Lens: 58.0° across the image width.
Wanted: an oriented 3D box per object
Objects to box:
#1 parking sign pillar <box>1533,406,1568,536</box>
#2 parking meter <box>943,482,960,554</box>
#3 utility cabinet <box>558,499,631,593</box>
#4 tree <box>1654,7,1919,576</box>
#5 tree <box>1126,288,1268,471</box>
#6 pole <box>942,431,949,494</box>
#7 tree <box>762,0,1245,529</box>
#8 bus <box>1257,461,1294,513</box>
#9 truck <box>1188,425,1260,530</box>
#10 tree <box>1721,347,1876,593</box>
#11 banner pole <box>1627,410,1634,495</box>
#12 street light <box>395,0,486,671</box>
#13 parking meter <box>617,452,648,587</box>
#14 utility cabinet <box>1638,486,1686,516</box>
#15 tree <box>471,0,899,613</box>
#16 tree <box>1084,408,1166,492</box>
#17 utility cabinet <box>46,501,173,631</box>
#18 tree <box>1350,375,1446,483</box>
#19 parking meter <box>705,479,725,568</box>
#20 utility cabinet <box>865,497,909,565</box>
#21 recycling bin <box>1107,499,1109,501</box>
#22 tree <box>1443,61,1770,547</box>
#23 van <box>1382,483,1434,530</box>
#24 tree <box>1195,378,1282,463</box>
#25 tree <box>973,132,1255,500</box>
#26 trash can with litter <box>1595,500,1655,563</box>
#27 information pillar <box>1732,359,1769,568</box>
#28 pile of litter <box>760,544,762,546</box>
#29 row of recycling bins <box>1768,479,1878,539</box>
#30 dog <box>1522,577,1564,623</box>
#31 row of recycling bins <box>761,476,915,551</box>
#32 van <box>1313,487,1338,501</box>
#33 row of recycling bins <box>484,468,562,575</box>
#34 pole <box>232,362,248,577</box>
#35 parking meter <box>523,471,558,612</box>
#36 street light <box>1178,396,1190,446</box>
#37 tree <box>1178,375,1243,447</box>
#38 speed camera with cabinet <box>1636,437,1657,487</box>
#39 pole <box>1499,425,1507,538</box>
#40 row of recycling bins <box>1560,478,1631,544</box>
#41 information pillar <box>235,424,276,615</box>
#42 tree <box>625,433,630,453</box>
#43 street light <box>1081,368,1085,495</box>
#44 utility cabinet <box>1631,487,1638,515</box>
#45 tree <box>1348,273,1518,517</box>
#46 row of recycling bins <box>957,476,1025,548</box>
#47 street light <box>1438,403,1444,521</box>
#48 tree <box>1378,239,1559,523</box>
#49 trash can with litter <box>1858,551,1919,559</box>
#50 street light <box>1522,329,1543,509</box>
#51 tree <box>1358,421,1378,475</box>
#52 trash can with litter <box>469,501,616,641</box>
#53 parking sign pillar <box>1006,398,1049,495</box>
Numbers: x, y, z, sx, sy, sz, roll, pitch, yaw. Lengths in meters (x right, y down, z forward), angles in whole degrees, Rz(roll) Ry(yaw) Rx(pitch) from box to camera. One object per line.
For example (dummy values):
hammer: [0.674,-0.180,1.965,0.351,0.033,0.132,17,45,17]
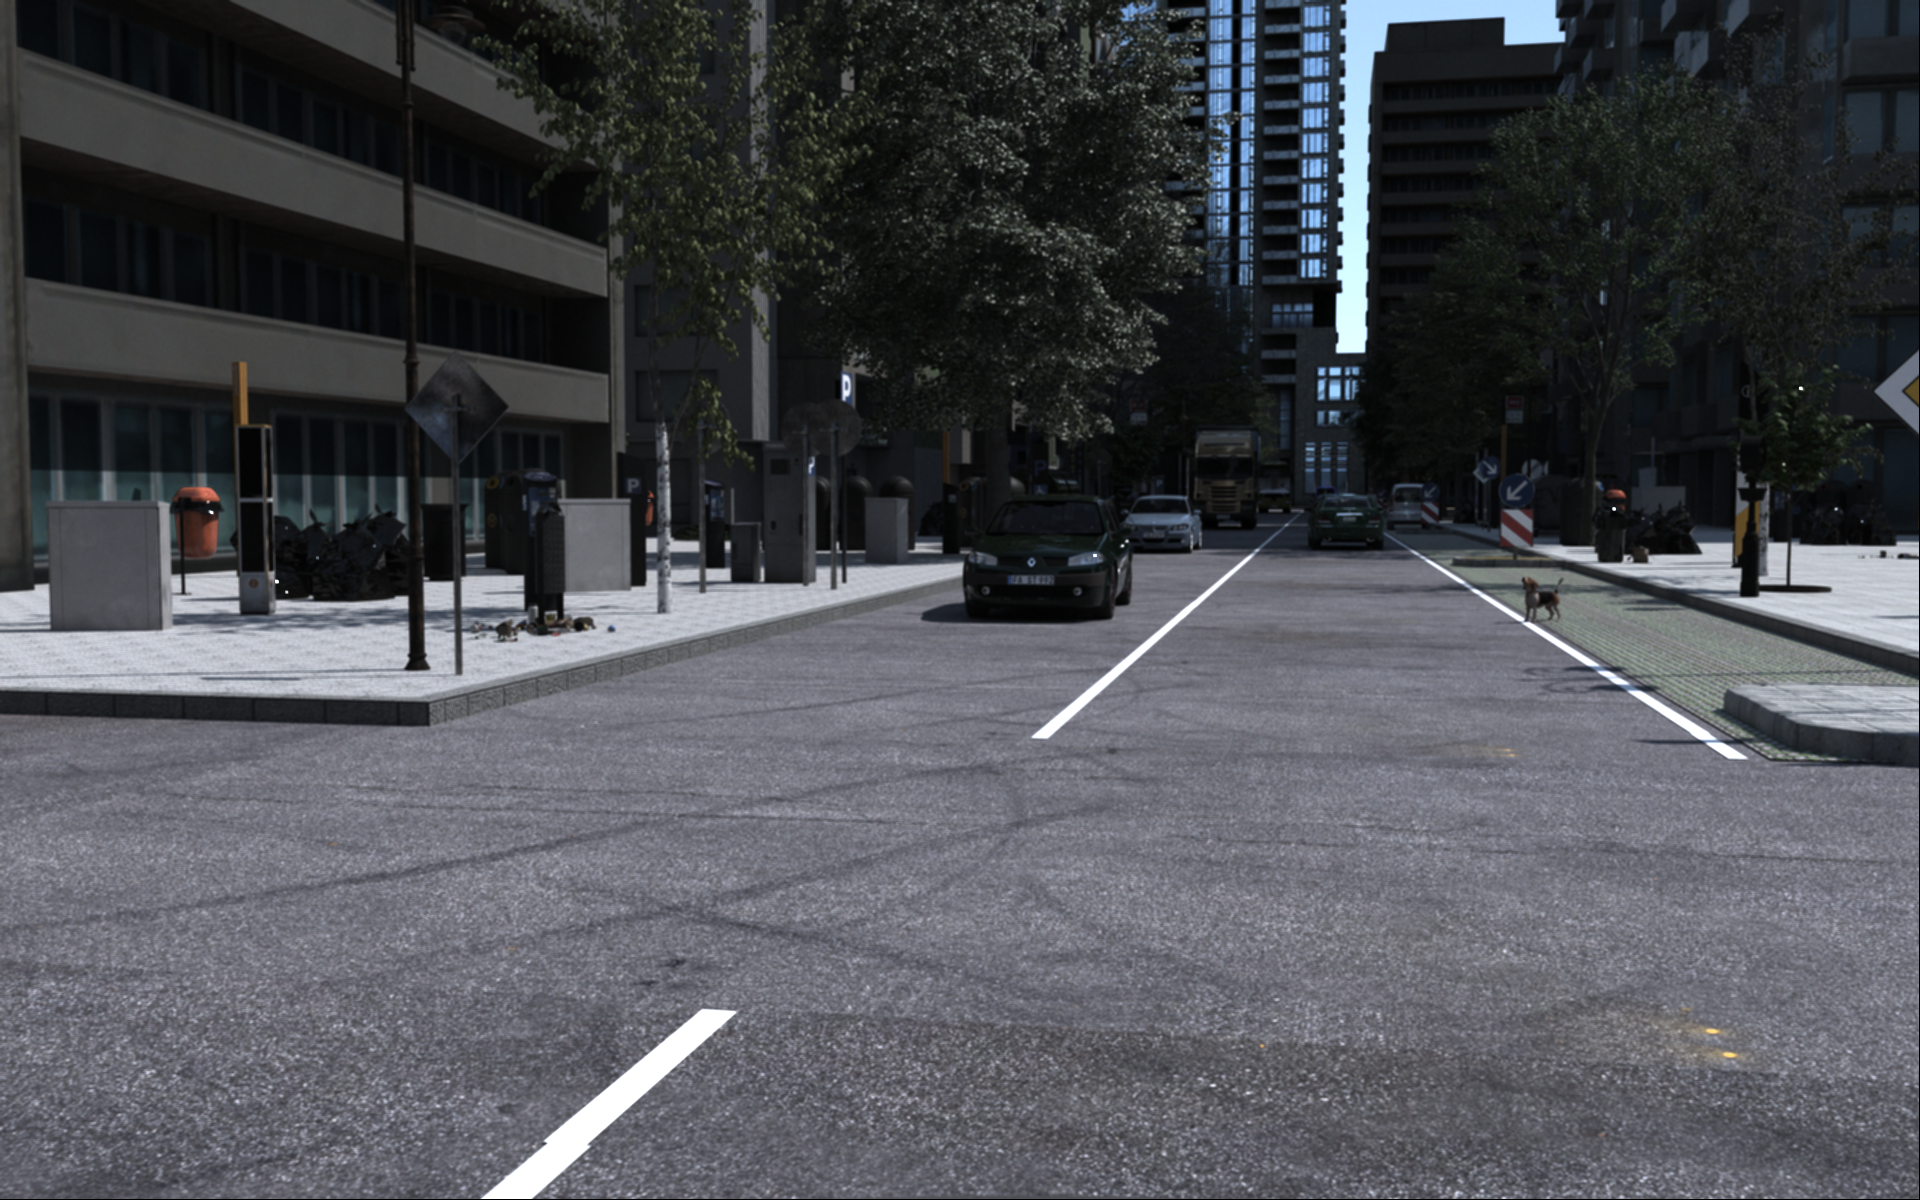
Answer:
parking sign pillar: [18.576,-4.003,53.927,1.447,3.967,1.447,1,4,13]
parking meter: [-0.188,-1.756,37.126,0.372,1.533,0.369,0,3,0]
utility cabinet: [-4.867,-0.713,22.813,1.020,1.237,0.306,-2,4,-35]
tree: [12.553,-4.663,26.607,4.360,8.622,3.978,0,3,0]
tree: [13.028,-10.813,94.926,7.486,12.596,7.792,0,3,0]
pole: [-0.351,-3.002,42.933,0.158,3.312,0.155,0,3,0]
tree: [0.760,-7.831,34.693,9.857,13.997,8.962,0,3,0]
bus: [24.160,-8.635,132.730,2.896,3.916,12.252,1,4,11]
truck: [11.306,-5.147,73.068,2.839,4.237,11.283,1,4,11]
tree: [11.018,-1.740,23.058,1.663,3.219,1.824,0,3,0]
banner pole: [19.917,-3.765,51.567,0.401,3.779,0.863,2,4,28]
street light: [-3.965,-2.428,12.478,0.468,5.910,1.993,1,4,12]
parking meter: [-4.552,-1.125,24.098,0.399,1.863,0.255,-1,4,-21]
utility cabinet: [20.405,-2.544,50.278,1.173,1.500,0.318,2,4,27]
tree: [-2.944,-4.161,18.401,4.737,8.622,4.395,0,3,0]
tree: [6.223,-5.057,66.393,4.285,4.588,4.351,0,3,0]
utility cabinet: [-8.012,-0.317,16.341,1.020,1.237,0.306,0,4,-4]
tree: [30.223,-11.101,115.913,8.767,10.594,7.601,1,4,21]
parking meter: [-4.263,-1.320,29.994,0.372,1.533,0.369,0,3,0]
utility cabinet: [-1.351,-1.272,31.958,0.306,1.237,1.020,-3,4,-37]
recycling bin: [7.528,-4.451,85.321,0.722,1.027,0.722,-3,5,-43]
tree: [15.564,-7.117,42.111,9.928,11.665,9.643,0,3,0]
van: [17.931,-3.806,69.242,2.013,2.044,4.112,1,4,13]
tree: [24.477,-13.899,152.997,9.928,11.665,9.643,0,3,0]
tree: [4.873,-9.019,57.826,12.009,13.543,11.850,0,3,0]
trash can with litter: [12.459,-1.289,32.454,1.055,1.170,0.624,1,4,21]
information pillar: [13.725,-2.367,30.054,0.504,3.616,0.183,1,4,15]
pile of litter: [-4.203,-1.782,43.099,1.719,0.858,1.176,-1,4,-22]
row of recycling bins: [24.792,-2.631,50.134,1.069,1.692,3.534,-2,4,-32]
dog: [6.522,-0.006,19.384,0.406,0.507,0.540,2,4,24]
row of recycling bins: [-2.788,-1.988,39.620,3.534,1.692,1.069,0,4,-1]
van: [32.681,-9.204,154.866,2.240,2.365,5.245,1,4,12]
row of recycling bins: [-7.284,-1.337,28.974,1.069,1.692,3.534,-1,4,-22]
pole: [-11.137,-2.019,26.859,0.158,3.312,0.155,0,3,0]
parking meter: [-4.603,-0.649,19.024,0.372,1.533,0.369,0,3,0]
street light: [10.489,-6.642,81.390,0.468,5.910,1.993,1,4,12]
tree: [16.012,-9.880,111.895,4.360,8.622,3.978,0,3,0]
speed camera with cabinet: [24.069,-4.065,60.795,0.660,3.252,2.038,1,4,20]
pole: [16.019,-3.501,51.078,0.158,3.312,0.155,0,3,0]
row of recycling bins: [16.496,-2.320,45.043,1.069,1.692,3.534,3,5,39]
information pillar: [-7.496,-0.853,18.432,0.304,2.012,0.304,0,4,-8]
tree: [-9.696,-3.269,48.048,1.663,3.219,1.824,0,3,0]
street light: [3.339,-4.539,46.993,0.468,5.910,1.993,1,4,12]
utility cabinet: [22.043,-2.846,55.213,1.173,1.500,0.318,3,4,36]
tree: [27.112,-11.643,97.015,9.857,13.997,8.962,0,3,0]
row of recycling bins: [0.734,-2.047,40.574,1.069,1.692,3.534,-1,4,-14]
street light: [23.078,-6.742,83.017,0.468,5.910,1.993,1,4,12]
tree: [22.827,-9.747,77.490,7.486,12.596,7.792,0,3,0]
trash can with litter: [19.195,-1.440,34.607,2.233,1.210,1.678,1,4,22]
street light: [15.863,-4.614,48.222,0.468,5.910,1.993,1,4,12]
tree: [37.512,-14.049,147.830,7.486,12.596,7.792,0,3,0]
trash can with litter: [-4.052,-0.308,16.099,1.678,1.210,2.233,0,4,7]
parking sign pillar: [1.960,-3.360,43.412,1.447,3.967,1.447,0,4,-3]
